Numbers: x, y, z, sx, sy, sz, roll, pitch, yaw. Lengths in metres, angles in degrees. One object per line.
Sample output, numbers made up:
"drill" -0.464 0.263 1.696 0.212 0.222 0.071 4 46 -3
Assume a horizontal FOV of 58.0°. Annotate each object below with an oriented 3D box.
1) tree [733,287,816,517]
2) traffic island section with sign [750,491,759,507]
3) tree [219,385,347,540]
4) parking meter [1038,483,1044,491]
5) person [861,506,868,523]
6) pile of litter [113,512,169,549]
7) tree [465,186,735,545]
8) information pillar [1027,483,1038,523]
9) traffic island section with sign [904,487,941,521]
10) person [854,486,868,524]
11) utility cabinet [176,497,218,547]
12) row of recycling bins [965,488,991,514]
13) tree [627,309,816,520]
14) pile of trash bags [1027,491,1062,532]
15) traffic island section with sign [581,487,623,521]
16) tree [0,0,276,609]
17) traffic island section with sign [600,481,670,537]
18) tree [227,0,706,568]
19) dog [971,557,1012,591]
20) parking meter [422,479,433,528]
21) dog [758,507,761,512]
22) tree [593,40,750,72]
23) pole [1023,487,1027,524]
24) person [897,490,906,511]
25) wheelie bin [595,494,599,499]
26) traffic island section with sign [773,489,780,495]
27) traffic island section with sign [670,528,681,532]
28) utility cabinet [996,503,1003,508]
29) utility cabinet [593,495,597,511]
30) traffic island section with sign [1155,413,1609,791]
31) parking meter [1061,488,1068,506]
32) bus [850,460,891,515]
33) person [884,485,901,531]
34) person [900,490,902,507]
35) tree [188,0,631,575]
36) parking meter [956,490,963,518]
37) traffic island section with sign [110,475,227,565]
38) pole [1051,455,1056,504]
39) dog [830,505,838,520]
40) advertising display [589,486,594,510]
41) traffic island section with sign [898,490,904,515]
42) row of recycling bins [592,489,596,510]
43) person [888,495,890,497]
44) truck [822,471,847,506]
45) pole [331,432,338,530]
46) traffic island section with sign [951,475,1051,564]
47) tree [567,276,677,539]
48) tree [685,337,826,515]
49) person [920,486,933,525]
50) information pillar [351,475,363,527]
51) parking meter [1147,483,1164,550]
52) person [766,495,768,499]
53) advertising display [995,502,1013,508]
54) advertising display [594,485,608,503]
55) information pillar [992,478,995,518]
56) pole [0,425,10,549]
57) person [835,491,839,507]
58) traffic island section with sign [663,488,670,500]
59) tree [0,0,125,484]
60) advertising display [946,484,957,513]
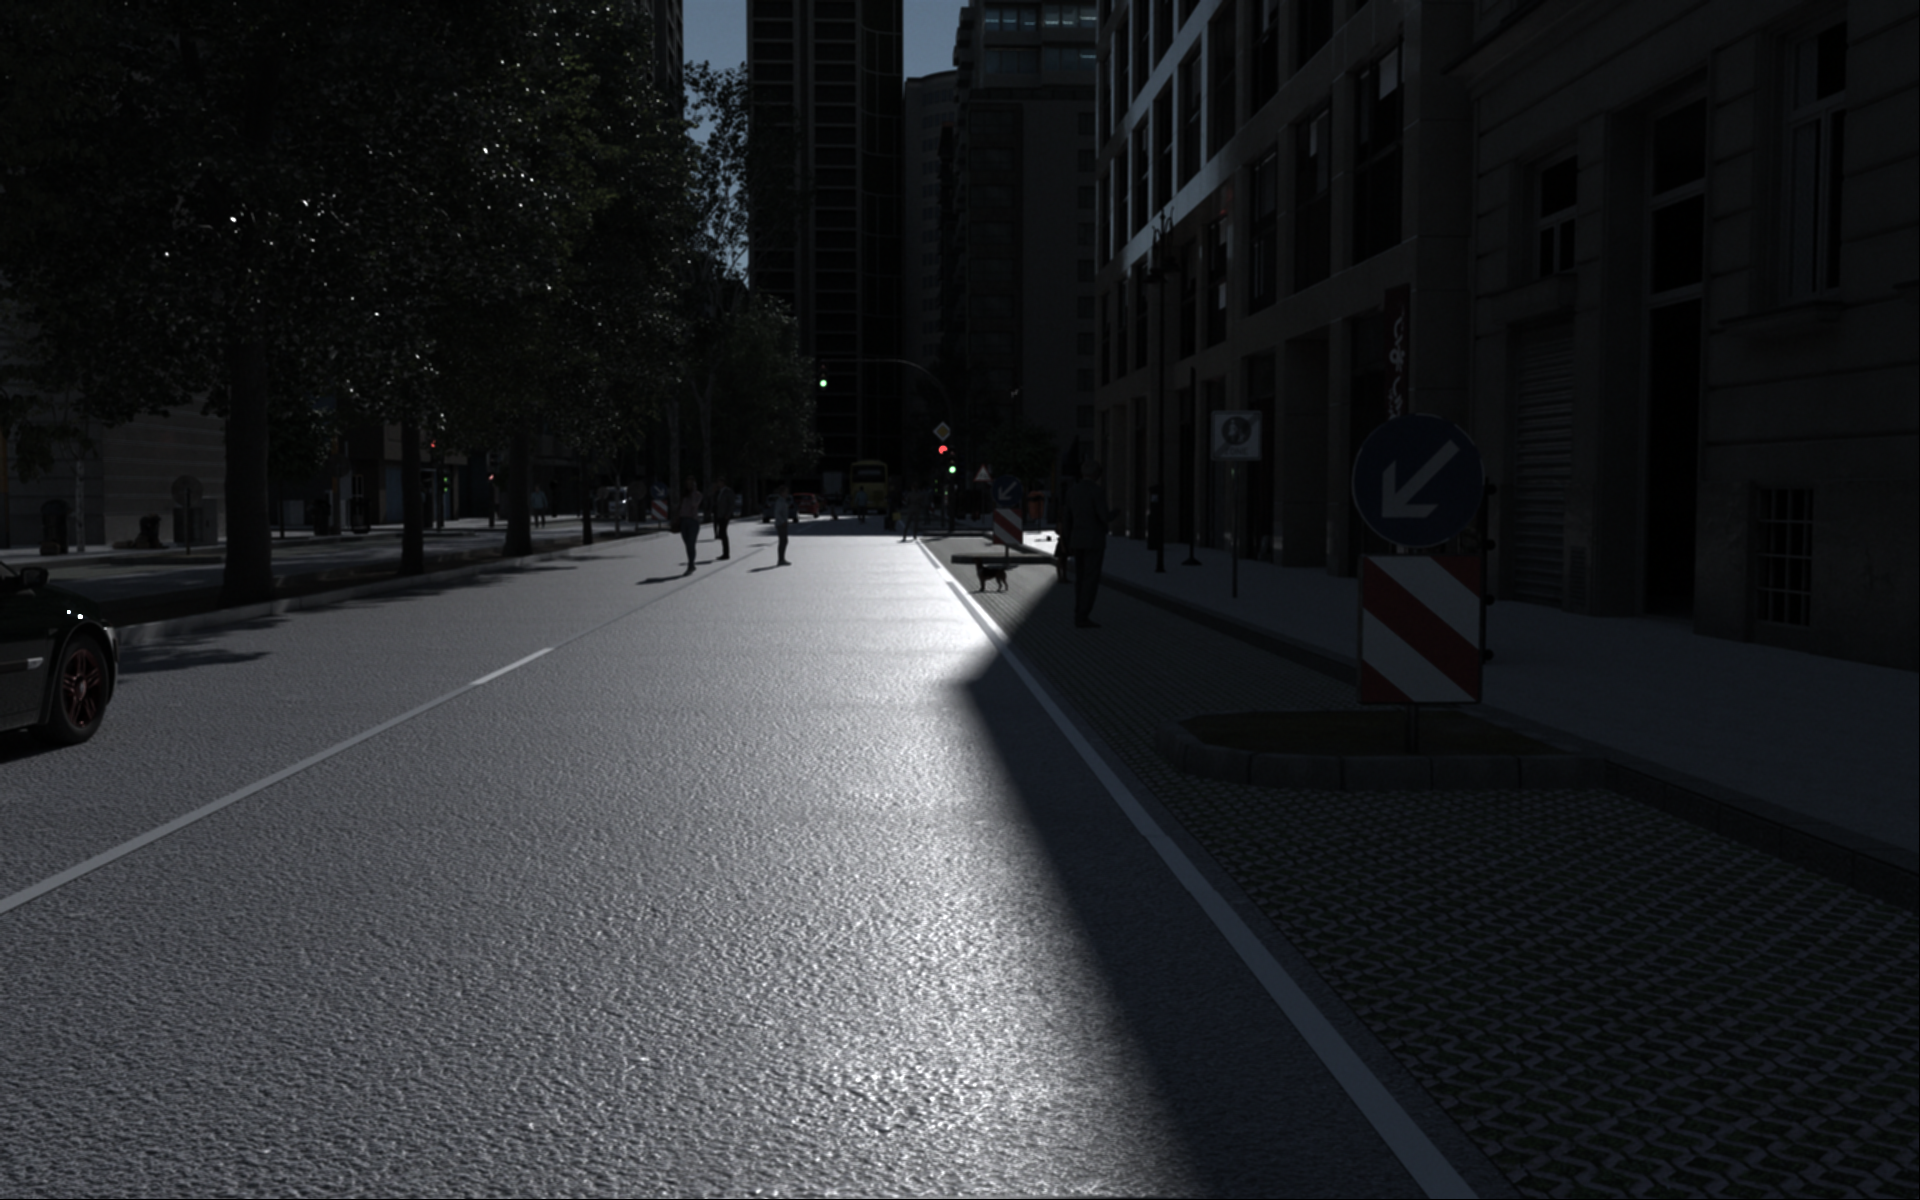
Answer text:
"tree" -13.266 -12.085 106.709 9.857 13.997 8.962 0 3 0
"traffic island section with sign" -23.692 -11.411 195.200 1.989 1.847 2.006 0 4 -3
"tree" -19.267 -4.013 49.332 4.285 4.588 4.351 0 3 0
"parking meter" 4.667 -5.783 100.256 0.255 1.863 0.399 -2 4 -30
"person" -4.802 -4.507 86.864 0.373 1.253 0.362 0 4 -4
"pile of litter" -19.242 -1.632 40.645 1.176 0.858 1.719 -2 4 -34
"tree" -10.465 -6.845 48.784 8.767 10.594 7.601 0 4 -3
"information pillar" 3.116 -4.352 75.642 0.304 2.012 0.304 1 4 18
"traffic island section with sign" -1.816 -5.090 91.852 1.989 1.847 2.006 0 4 -3
"person" -4.743 -4.570 83.231 0.660 1.820 0.620 -2 4 -25
"utility cabinet" -18.644 -1.906 42.329 0.306 1.237 1.020 2 4 24
"row of recycling bins" 1.113 -6.442 112.438 1.069 1.692 3.534 -1 4 -16
"tree" -12.676 -10.259 95.954 9.928 11.665 9.643 0 3 0
"pile of trash bags" 3.859 -3.001 58.818 3.447 1.369 1.912 -2 4 -24
"traffic island section with sign" -18.770 -5.038 90.995 1.989 1.847 2.006 0 4 -3
"tree" -8.945 -6.866 21.369 9.857 13.997 8.962 0 3 0
"traffic island section with sign" -11.056 -3.097 58.769 2.006 1.907 1.989 0 4 -3
"tree" -10.236 -7.987 39.703 9.857 13.997 8.962 0 3 0
"dog" 0.465 -0.387 25.621 0.540 0.507 0.406 -1 4 -13
"parking meter" -20.056 -3.640 65.227 0.255 1.863 0.399 1 4 12
"dog" -14.758 -6.667 128.296 0.406 0.507 0.540 1 4 10
"tree" -12.936 -13.018 71.189 12.611 20.169 13.585 0 3 0
"pole" 2.742 -4.886 73.731 0.158 3.312 0.155 0 3 0
"person" -5.287 -8.558 148.553 1.348 1.807 0.705 1 4 15
"wheelie bin" -21.590 -5.921 104.708 0.980 1.594 0.693 0 4 0
"traffic island section with sign" -14.961 -8.140 141.222 2.006 1.907 1.989 0 4 -3
"traffic island section with sign" -11.397 -3.549 66.168 2.006 1.907 1.989 0 4 -3
"utility cabinet" 1.913 -4.497 84.685 0.306 1.237 1.020 0 4 -1
"utility cabinet" -27.194 -7.229 129.363 0.306 1.237 1.020 0 4 0
"traffic island section with sign" 2.105 -0.039 9.259 1.989 1.847 2.006 0 4 -3
"parking meter" 4.372 -3.864 71.590 0.372 1.533 0.369 0 3 0
"bus" -6.385 -8.045 123.074 2.896 3.916 12.252 0 4 -2
"person" -2.619 -3.592 67.440 0.699 1.804 1.509 0 4 -1
"person" -6.250 -10.636 182.489 1.350 1.814 0.705 -1 4 -14
"tree" -9.780 -6.728 30.585 7.486 12.596 7.792 0 3 0
"parking meter" -0.030 -5.277 94.685 0.372 1.533 0.369 0 3 0
"traffic island section with sign" -16.145 -1.661 35.791 1.989 1.847 2.006 0 4 -3
"pole" 4.055 -4.975 75.185 0.158 3.312 0.155 0 3 0
"dog" -6.817 -4.807 95.434 0.800 0.831 0.513 -1 4 -21
"advertising display" -28.971 -8.017 136.283 0.123 1.923 0.974 3 5 43
"traffic island section with sign" -3.085 -6.737 118.777 1.989 1.847 2.006 0 4 -3
"row of recycling bins" -26.574 -7.645 132.115 3.534 1.692 1.069 2 4 28
"person" -7.683 -10.404 178.693 1.348 1.812 0.705 -2 4 -29
"truck" -15.431 -13.718 213.202 2.839 4.237 11.283 0 4 -2
"pole" -19.935 -3.758 55.283 0.158 3.312 0.155 0 3 0
"traffic island section with sign" 0.827 -1.685 36.184 1.989 1.847 2.006 0 4 -3
"tree" -10.887 -6.243 54.900 4.360 8.622 3.978 0 3 0
"tree" -13.904 -12.069 116.798 9.611 12.733 9.660 0 3 0
"person" -1.575 -4.378 80.183 0.635 1.810 0.391 -3 5 -39
"information pillar" -23.542 -3.863 67.653 0.304 2.012 0.304 2 4 26
"parking meter" 4.483 -1.912 39.674 0.372 1.533 0.369 0 3 0
"person" -18.209 -9.299 163.770 0.697 1.427 0.421 1 4 8
"advertising display" 2.237 -5.043 87.674 0.974 1.923 0.123 0 4 3
"advertising display" -26.552 -7.543 128.544 0.974 1.923 0.123 2 4 24
"information pillar" 2.013 -6.283 94.087 0.504 3.616 0.183 -2 4 -34
"pole" -22.439 -2.860 40.598 0.158 3.312 0.155 0 3 0
"person" -13.846 -11.397 195.531 0.721 1.739 1.217 1 4 9
"traffic island section with sign" -20.107 -6.768 119.277 1.989 1.847 2.006 0 4 -3
"tree" -8.780 -3.751 14.148 4.737 8.622 4.395 0 3 0
"advertising display" -0.546 -6.718 115.060 0.974 1.923 0.123 -3 5 -39
